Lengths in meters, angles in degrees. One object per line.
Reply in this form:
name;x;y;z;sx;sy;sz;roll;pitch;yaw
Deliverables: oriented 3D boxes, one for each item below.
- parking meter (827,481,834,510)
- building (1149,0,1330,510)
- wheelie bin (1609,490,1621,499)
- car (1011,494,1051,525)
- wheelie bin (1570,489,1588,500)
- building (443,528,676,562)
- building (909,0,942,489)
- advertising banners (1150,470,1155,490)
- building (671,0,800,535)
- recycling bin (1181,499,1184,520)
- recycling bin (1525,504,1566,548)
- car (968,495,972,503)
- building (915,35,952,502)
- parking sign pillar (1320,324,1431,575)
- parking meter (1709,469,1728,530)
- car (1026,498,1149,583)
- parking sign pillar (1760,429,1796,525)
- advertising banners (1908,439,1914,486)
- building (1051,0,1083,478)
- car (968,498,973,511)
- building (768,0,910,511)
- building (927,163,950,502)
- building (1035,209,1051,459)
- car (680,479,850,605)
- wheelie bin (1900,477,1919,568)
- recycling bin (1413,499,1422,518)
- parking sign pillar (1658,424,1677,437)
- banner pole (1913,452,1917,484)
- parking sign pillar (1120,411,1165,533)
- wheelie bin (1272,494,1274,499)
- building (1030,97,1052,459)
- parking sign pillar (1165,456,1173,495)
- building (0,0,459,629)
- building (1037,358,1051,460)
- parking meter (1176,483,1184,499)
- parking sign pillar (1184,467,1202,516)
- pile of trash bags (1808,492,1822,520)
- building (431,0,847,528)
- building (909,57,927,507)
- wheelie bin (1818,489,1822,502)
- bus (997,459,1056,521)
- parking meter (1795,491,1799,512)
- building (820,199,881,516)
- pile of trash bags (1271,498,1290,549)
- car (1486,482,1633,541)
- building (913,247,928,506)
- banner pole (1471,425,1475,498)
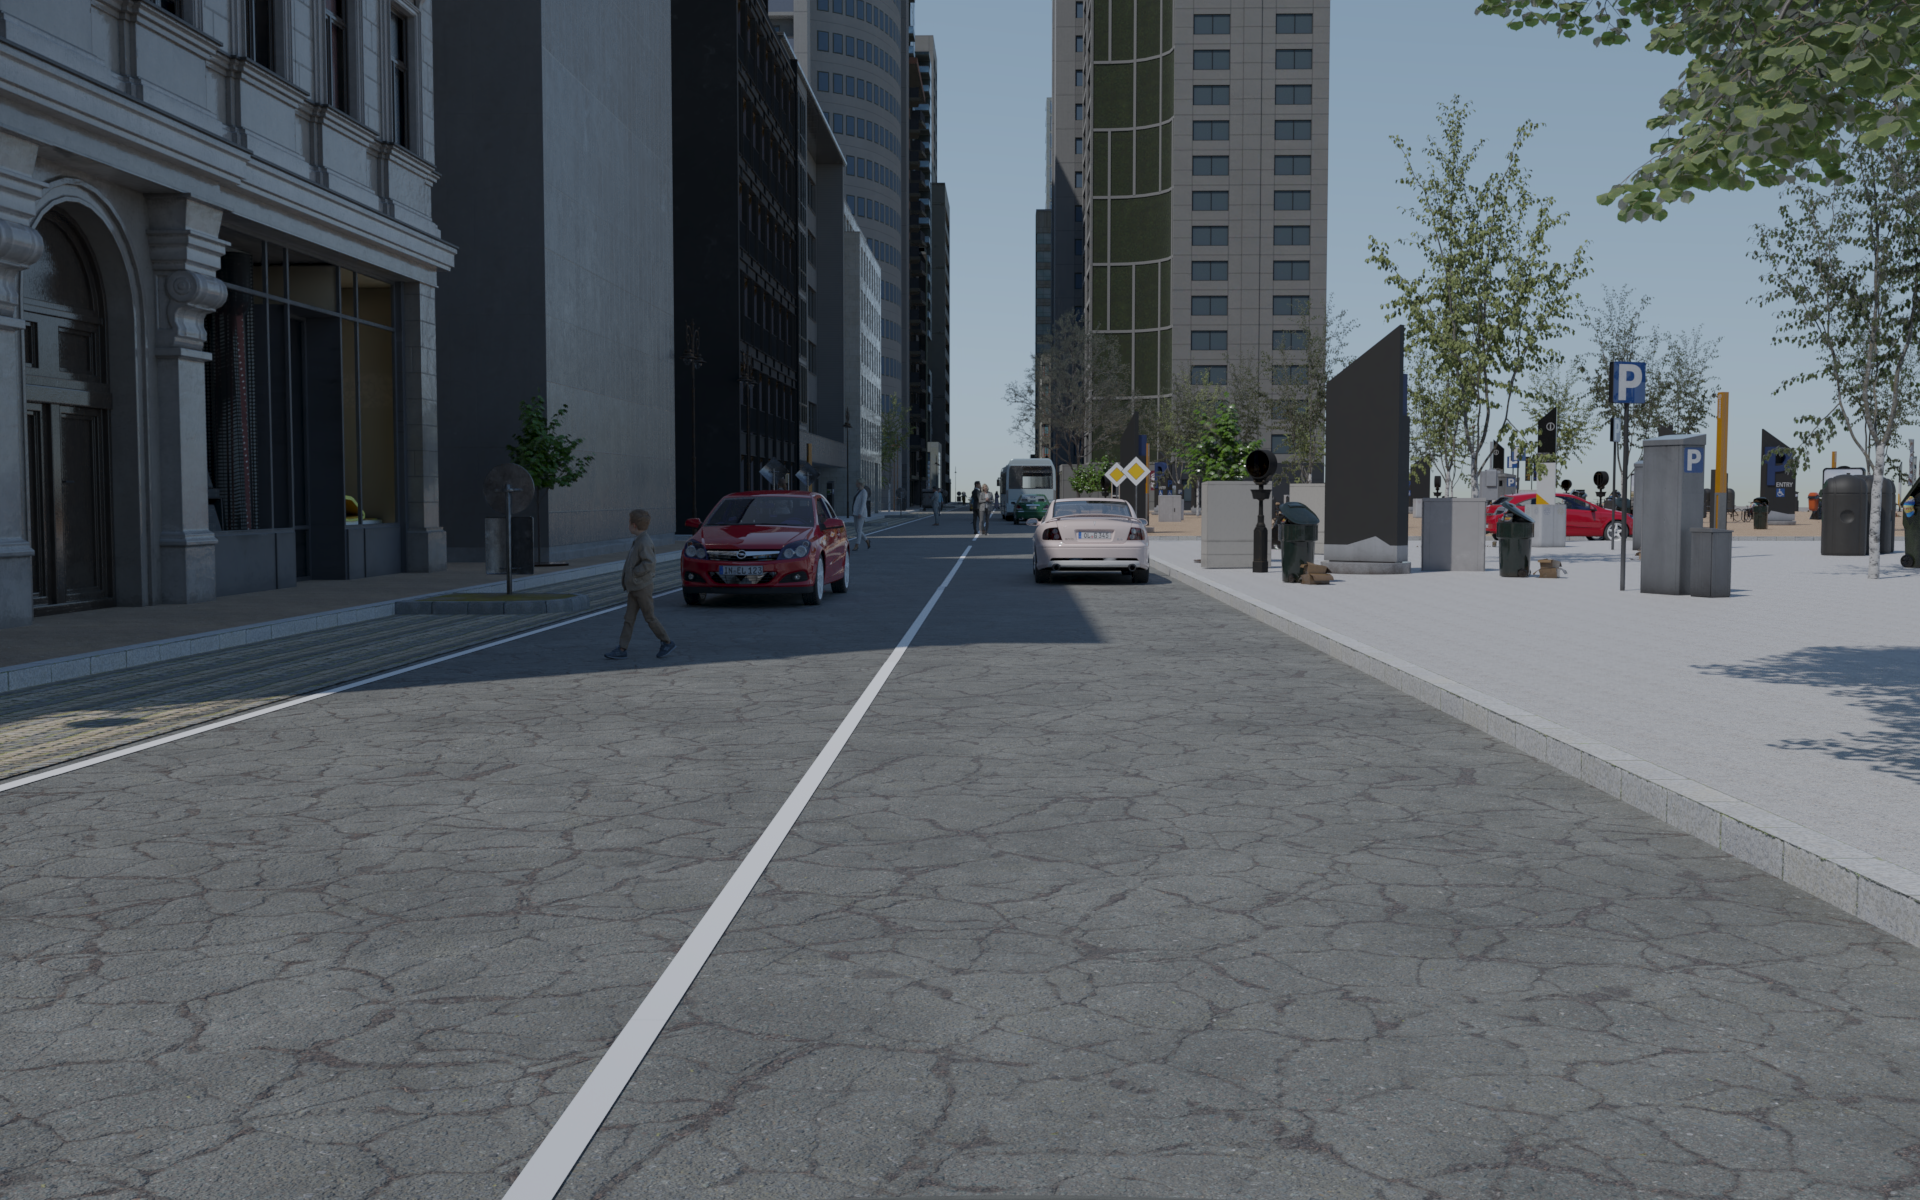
parking meter;-5.736;-4.342;76.699;0.255;1.863;0.399;1;4;12
building;18.718;-43.208;144.710;20.563;71.187;20.611;0;4;1
wheelie bin;46.026;-6.957;121.651;0.693;1.594;0.980;3;5;45
car;3.471;-4.323;82.471;2.131;1.459;4.920;0;4;2
wheelie bin;42.625;-6.792;118.951;0.980;1.594;0.693;0;4;-2
building;-22.410;-13.457;39.090;30.058;24.678;14.314;0;4;1
building;-13.417;-55.957;227.567;22.319;86.520;31.000;0;4;1
advertising banners;14.954;-8.045;127.720;2.074;3.025;0.090;1;4;17
building;-12.840;-14.197;61.805;12.332;23.373;15.834;0;4;1
recycling bin;10.404;-4.388;84.298;0.722;1.027;0.722;-3;4;-36
recycling bin;14.157;-1.795;41.902;0.722;1.027;0.722;-1;4;-14
car;2.079;-12.668;219.122;2.014;1.417;4.499;0;4;2
building;-11.765;-51.227;275.807;20.563;71.187;20.611;0;4;1
parking sign pillar;6.614;-2.426;28.140;1.447;3.967;1.447;3;5;39
parking meter;17.967;-2.159;41.012;0.399;1.863;0.255;-3;4;-37
car;2.171;-1.039;29.344;2.083;1.381;4.827;0;4;2
parking sign pillar;33.695;-5.067;71.320;1.447;3.967;1.447;0;4;-2
advertising banners;30.722;-3.631;55.560;2.074;3.025;0.090;-3;5;-44
building;19.438;-38.376;169.452;21.231;58.520;28.212;0;4;1
car;1.655;-8.223;144.673;2.015;1.641;3.980;0;4;0
building;-15.466;-36.759;143.015;21.231;58.520;28.212;0;4;1
building;-12.470;-38.639;255.443;21.300;48.544;21.600;0;4;1
building;17.828;-34.642;249.986;14.154;41.232;14.086;0;4;1
car;-2.600;-0.899;23.741;2.155;1.783;4.494;0;4;3
wheelie bin;16.833;-1.355;30.059;0.980;1.594;0.693;-2;4;-29
recycling bin;24.796;-4.928;93.135;0.722;1.027;0.722;0;4;1
parking sign pillar;27.765;-4.866;68.025;1.447;3.967;1.447;0;4;0
banner pole;55.596;-6.786;100.961;0.401;3.779;0.863;1;4;11
parking sign pillar;5.709;-4.202;57.179;1.447;3.967;1.447;-1;4;-16
wheelie bin;21.503;-6.896;120.652;0.693;1.594;0.980;1;4;15
building;22.391;-58.636;271.368;22.319;86.520;31.000;0;4;1
parking sign pillar;12.424;-7.174;105.766;1.447;3.967;1.447;-2;4;-31
building;-13.573;-9.658;8.813;10.553;20.767;40.483;0;4;1
building;24.342;-23.481;228.958;27.650;21.520;28.899;0;4;1
parking meter;11.434;-5.162;90.113;0.399;1.863;0.255;0;4;-4
parking sign pillar;14.203;-7.073;104.118;1.447;3.967;1.447;0;4;-1
pile of trash bags;43.500;-4.712;86.785;3.447;1.369;1.912;-3;4;-37
building;-13.989;-16.290;85.416;14.314;24.678;30.058;0;4;1
building;-14.719;-31.638;171.912;22.147;44.769;28.867;0;4;1
wheelie bin;55.731;-6.348;111.691;0.693;1.594;0.980;-2;4;-31
bus;3.643;-6.201;96.251;2.948;3.499;13.247;0;4;0
parking meter;61.302;-7.252;126.979;0.372;1.533;0.369;0;3;0
building;-10.761;-15.554;109.063;10.420;20.320;16.860;0;4;1
pile of trash bags;7.534;-1.843;39.888;3.447;1.369;1.912;0;4;3
car;17.522;-2.533;50.452;4.494;1.783;2.155;0;4;1
building;-10.908;-25.811;193.704;14.160;30.474;14.107;0;4;1
banner pole;18.623;-4.459;62.922;0.401;3.779;0.863;1;4;17
